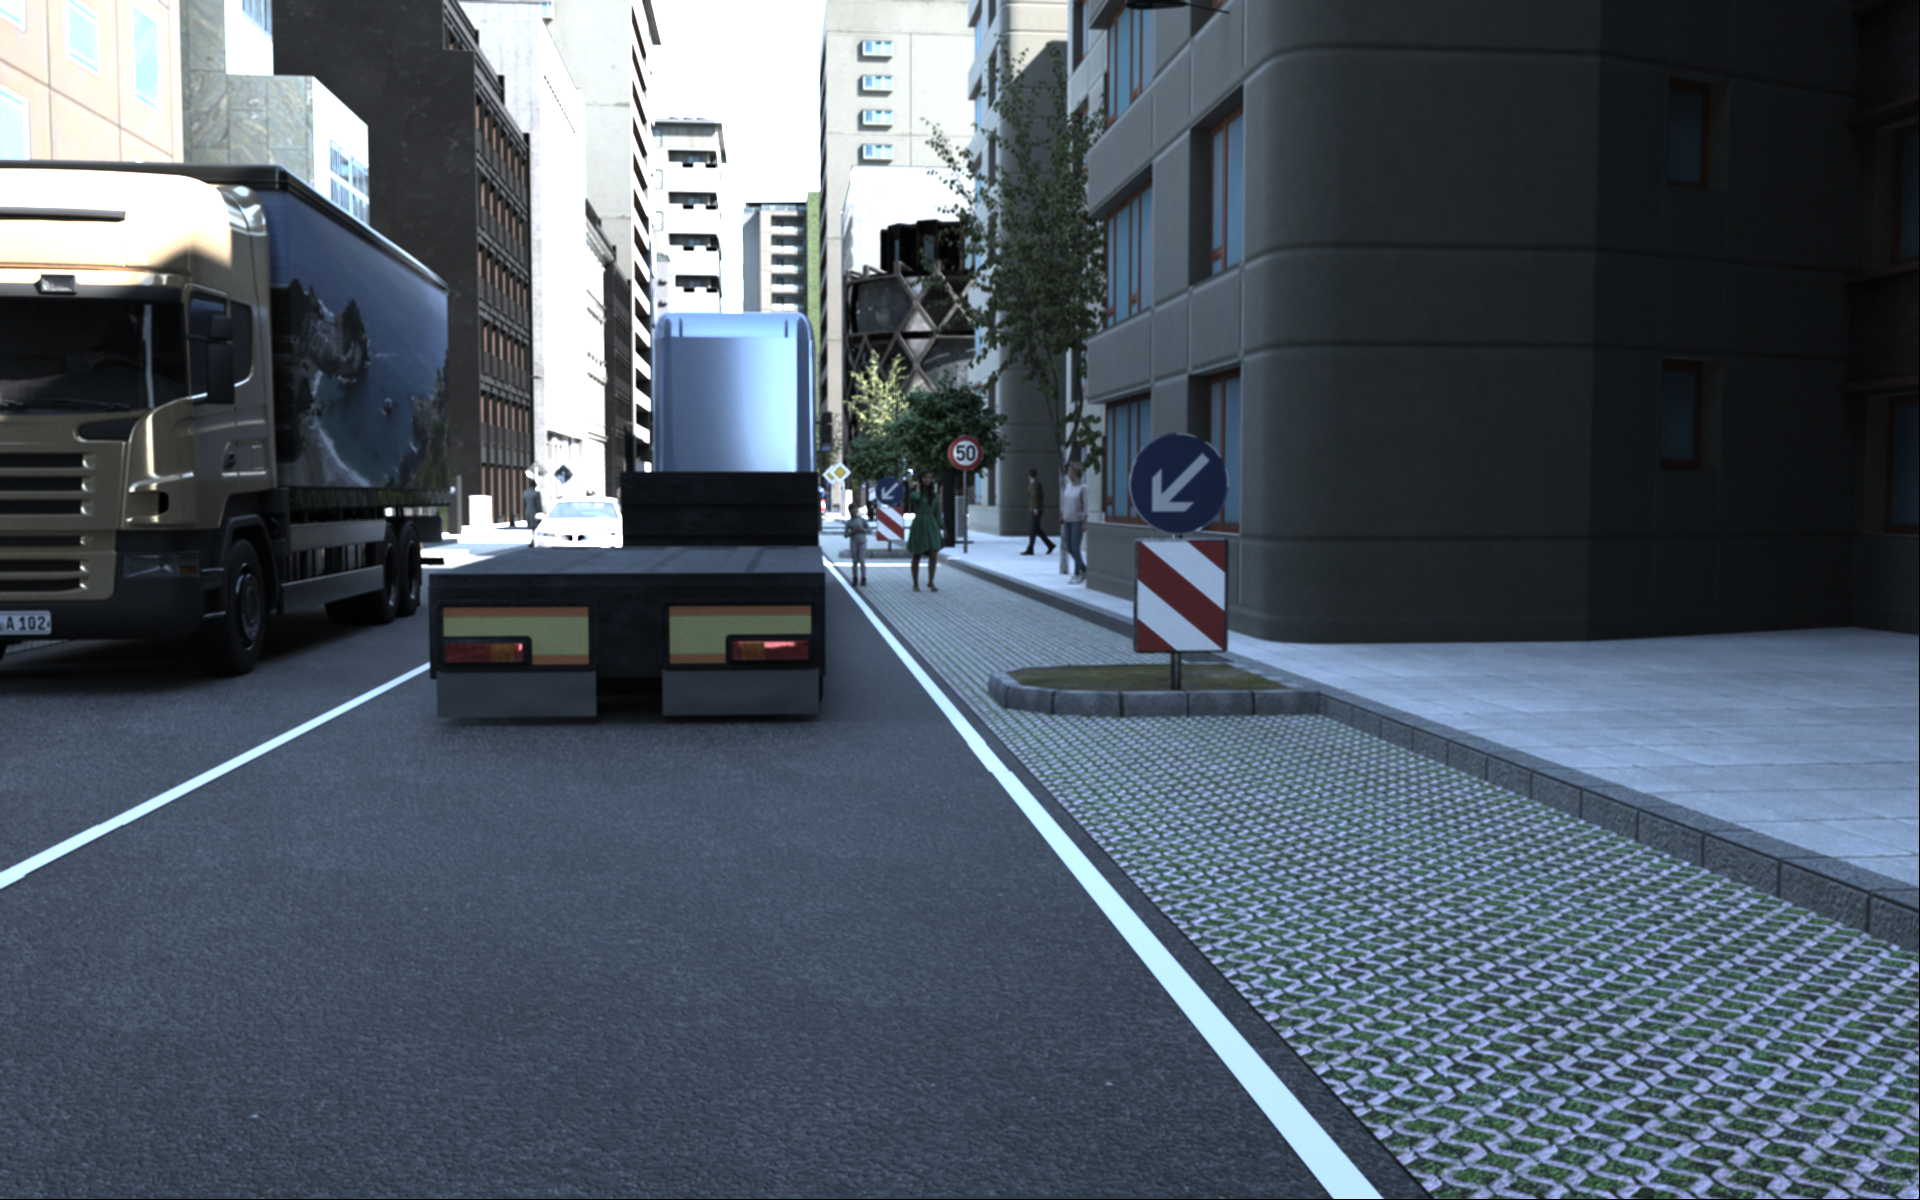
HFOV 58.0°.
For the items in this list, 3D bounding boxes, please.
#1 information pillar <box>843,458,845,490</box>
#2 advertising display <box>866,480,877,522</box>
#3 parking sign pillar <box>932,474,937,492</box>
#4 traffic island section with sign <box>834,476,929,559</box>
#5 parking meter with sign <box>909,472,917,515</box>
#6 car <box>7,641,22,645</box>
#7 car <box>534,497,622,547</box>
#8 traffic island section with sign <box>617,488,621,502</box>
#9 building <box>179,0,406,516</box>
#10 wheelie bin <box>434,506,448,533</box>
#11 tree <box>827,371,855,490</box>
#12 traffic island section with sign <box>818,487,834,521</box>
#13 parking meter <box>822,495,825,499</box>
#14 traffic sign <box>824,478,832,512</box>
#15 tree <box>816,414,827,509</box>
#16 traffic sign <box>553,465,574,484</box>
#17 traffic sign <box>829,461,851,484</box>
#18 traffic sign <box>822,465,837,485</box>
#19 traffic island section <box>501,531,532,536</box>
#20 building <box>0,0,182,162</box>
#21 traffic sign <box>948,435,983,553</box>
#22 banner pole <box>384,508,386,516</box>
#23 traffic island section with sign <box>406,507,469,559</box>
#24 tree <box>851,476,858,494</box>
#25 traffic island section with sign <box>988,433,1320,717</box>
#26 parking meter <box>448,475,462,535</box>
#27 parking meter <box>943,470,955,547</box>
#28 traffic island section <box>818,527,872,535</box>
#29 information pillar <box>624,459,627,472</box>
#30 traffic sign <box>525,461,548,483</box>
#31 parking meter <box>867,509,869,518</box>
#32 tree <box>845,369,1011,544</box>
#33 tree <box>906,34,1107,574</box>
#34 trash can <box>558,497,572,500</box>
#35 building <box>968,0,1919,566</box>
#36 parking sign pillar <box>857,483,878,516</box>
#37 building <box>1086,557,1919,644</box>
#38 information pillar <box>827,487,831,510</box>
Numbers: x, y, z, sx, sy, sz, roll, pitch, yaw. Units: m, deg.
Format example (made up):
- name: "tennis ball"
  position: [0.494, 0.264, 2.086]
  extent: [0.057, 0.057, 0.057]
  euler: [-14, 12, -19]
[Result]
- name: "information pillar"
  position: [-7.479, -7.354, 111.590]
  extent: [0.183, 3.616, 0.504]
  euler: [0, 4, 1]
- name: "advertising display"
  position: [-4.059, -4.546, 79.547]
  extent: [0.123, 1.923, 0.974]
  euler: [1, 4, 22]
- name: "parking sign pillar"
  position: [-1.561, -6.736, 98.607]
  extent: [1.447, 3.967, 1.447]
  euler: [0, 4, 4]
- name: "traffic island section with sign"
  position: [-1.740, -1.863, 39.083]
  extent: [1.989, 1.847, 2.006]
  euler: [0, 4, -6]
- name: "parking meter with sign"
  position: [-2.420, -6.721, 106.142]
  extent: [1.738, 3.016, 0.543]
  euler: [2, 4, 35]
- name: "car"
  position: [-9.639, -0.317, 14.970]
  extent: [2.009, 1.686, 4.222]
  euler: [0, 4, -6]
- name: "car"
  position: [-8.163, -1.563, 37.919]
  extent: [2.083, 1.381, 4.827]
  euler: [0, 4, -6]
- name: "traffic island section with sign"
  position: [-18.028, -5.150, 92.824]
  extent: [1.989, 1.847, 2.006]
  euler: [0, 4, -6]
- name: "building"
  position: [-32.124, -44.763, 44.546]
  extent: [31.000, 86.520, 22.319]
  euler: [0, 4, -6]
- name: "wheelie bin"
  position: [-16.902, -2.987, 56.752]
  extent: [0.693, 1.594, 0.980]
  euler: [-2, 4, -28]
- name: "tree"
  position: [-3.830, -8.497, 89.291]
  extent: [4.737, 8.622, 4.395]
  euler: [0, 3, 0]
- name: "traffic island section with sign"
  position: [-7.779, -5.222, 94.008]
  extent: [1.989, 1.847, 2.006]
  euler: [0, 4, -6]
- name: "parking meter"
  position: [-11.190, -8.145, 141.588]
  extent: [0.372, 1.533, 0.369]
  euler: [0, 3, 0]
- name: "traffic sign"
  position: [-9.357, -7.557, 123.667]
  extent: [0.768, 2.556, 0.104]
  euler: [0, 4, -3]
- name: "tree"
  position: [-11.775, -12.249, 150.627]
  extent: [4.737, 8.622, 4.395]
  euler: [0, 3, 0]
- name: "traffic sign"
  position: [-15.636, -4.041, 68.267]
  extent: [0.795, 2.593, 0.064]
  euler: [0, 4, -6]
- name: "traffic sign"
  position: [-4.229, -3.625, 61.465]
  extent: [0.795, 2.593, 0.064]
  euler: [0, 4, -6]
- name: "traffic sign"
  position: [-5.103, -4.111, 69.402]
  extent: [0.795, 2.593, 0.064]
  euler: [0, 4, -6]
- name: "traffic island section"
  position: [-14.785, -2.331, 60.395]
  extent: [2.009, 0.180, 2.903]
  euler: [0, 4, -6]
- name: "building"
  position: [-19.712, -22.724, 21.647]
  extent: [14.600, 45.320, 14.200]
  euler: [0, 4, -6]
- name: "traffic sign"
  position: [0.120, -2.295, 37.627]
  extent: [0.768, 2.556, 0.104]
  euler: [0, 4, -4]
- name: "banner pole"
  position: [-14.610, -3.280, 43.647]
  extent: [0.401, 3.779, 0.863]
  euler: [0, 4, 3]
- name: "traffic island section with sign"
  position: [-12.058, -1.832, 38.576]
  extent: [1.989, 1.847, 2.006]
  euler: [0, 4, -6]
- name: "tree"
  position: [-5.977, -6.659, 103.476]
  extent: [1.663, 3.219, 1.824]
  euler: [0, 3, 0]
- name: "traffic island section with sign"
  position: [1.237, -0.207, 12.020]
  extent: [1.989, 1.847, 2.006]
  euler: [0, 4, -6]
- name: "parking meter"
  position: [-15.838, -2.970, 54.270]
  extent: [0.399, 1.863, 0.255]
  euler: [1, 4, 16]
- name: "parking meter"
  position: [-0.261, -2.218, 41.979]
  extent: [0.255, 1.863, 0.399]
  euler: [0, 4, 7]
- name: "traffic island section"
  position: [-4.207, -2.402, 61.550]
  extent: [2.009, 0.180, 2.903]
  euler: [0, 4, -6]
- name: "information pillar"
  position: [-22.419, -7.632, 116.133]
  extent: [0.183, 3.616, 0.504]
  euler: [-1, 4, -22]
- name: "traffic sign"
  position: [-14.762, -3.556, 60.330]
  extent: [0.795, 2.593, 0.064]
  euler: [0, 4, -6]
- name: "parking meter"
  position: [-4.845, -5.381, 93.688]
  extent: [0.255, 1.863, 0.399]
  euler: [2, 4, 35]
- name: "tree"
  position: [-0.385, -3.778, 45.485]
  extent: [4.285, 4.588, 4.351]
  euler: [0, 3, 0]
- name: "tree"
  position: [1.498, -4.714, 27.440]
  extent: [4.737, 8.622, 4.395]
  euler: [0, 3, 0]
- name: "trash can"
  position: [-19.900, -4.623, 87.241]
  extent: [0.748, 1.137, 0.748]
  euler: [0, 3, 0]
- name: "building"
  position: [15.596, -12.404, 47.851]
  extent: [27.650, 21.520, 28.899]
  euler: [0, 4, -6]
- name: "parking sign pillar"
  position: [-5.291, -6.897, 101.240]
  extent: [1.447, 3.967, 1.447]
  euler: [-2, 4, -26]
- name: "building"
  position: [17.043, -10.101, 10.187]
  extent: [27.650, 21.520, 28.899]
  euler: [0, 4, -6]
- name: "information pillar"
  position: [-10.340, -8.091, 136.782]
  extent: [0.304, 2.012, 0.304]
  euler: [-1, 4, -10]
